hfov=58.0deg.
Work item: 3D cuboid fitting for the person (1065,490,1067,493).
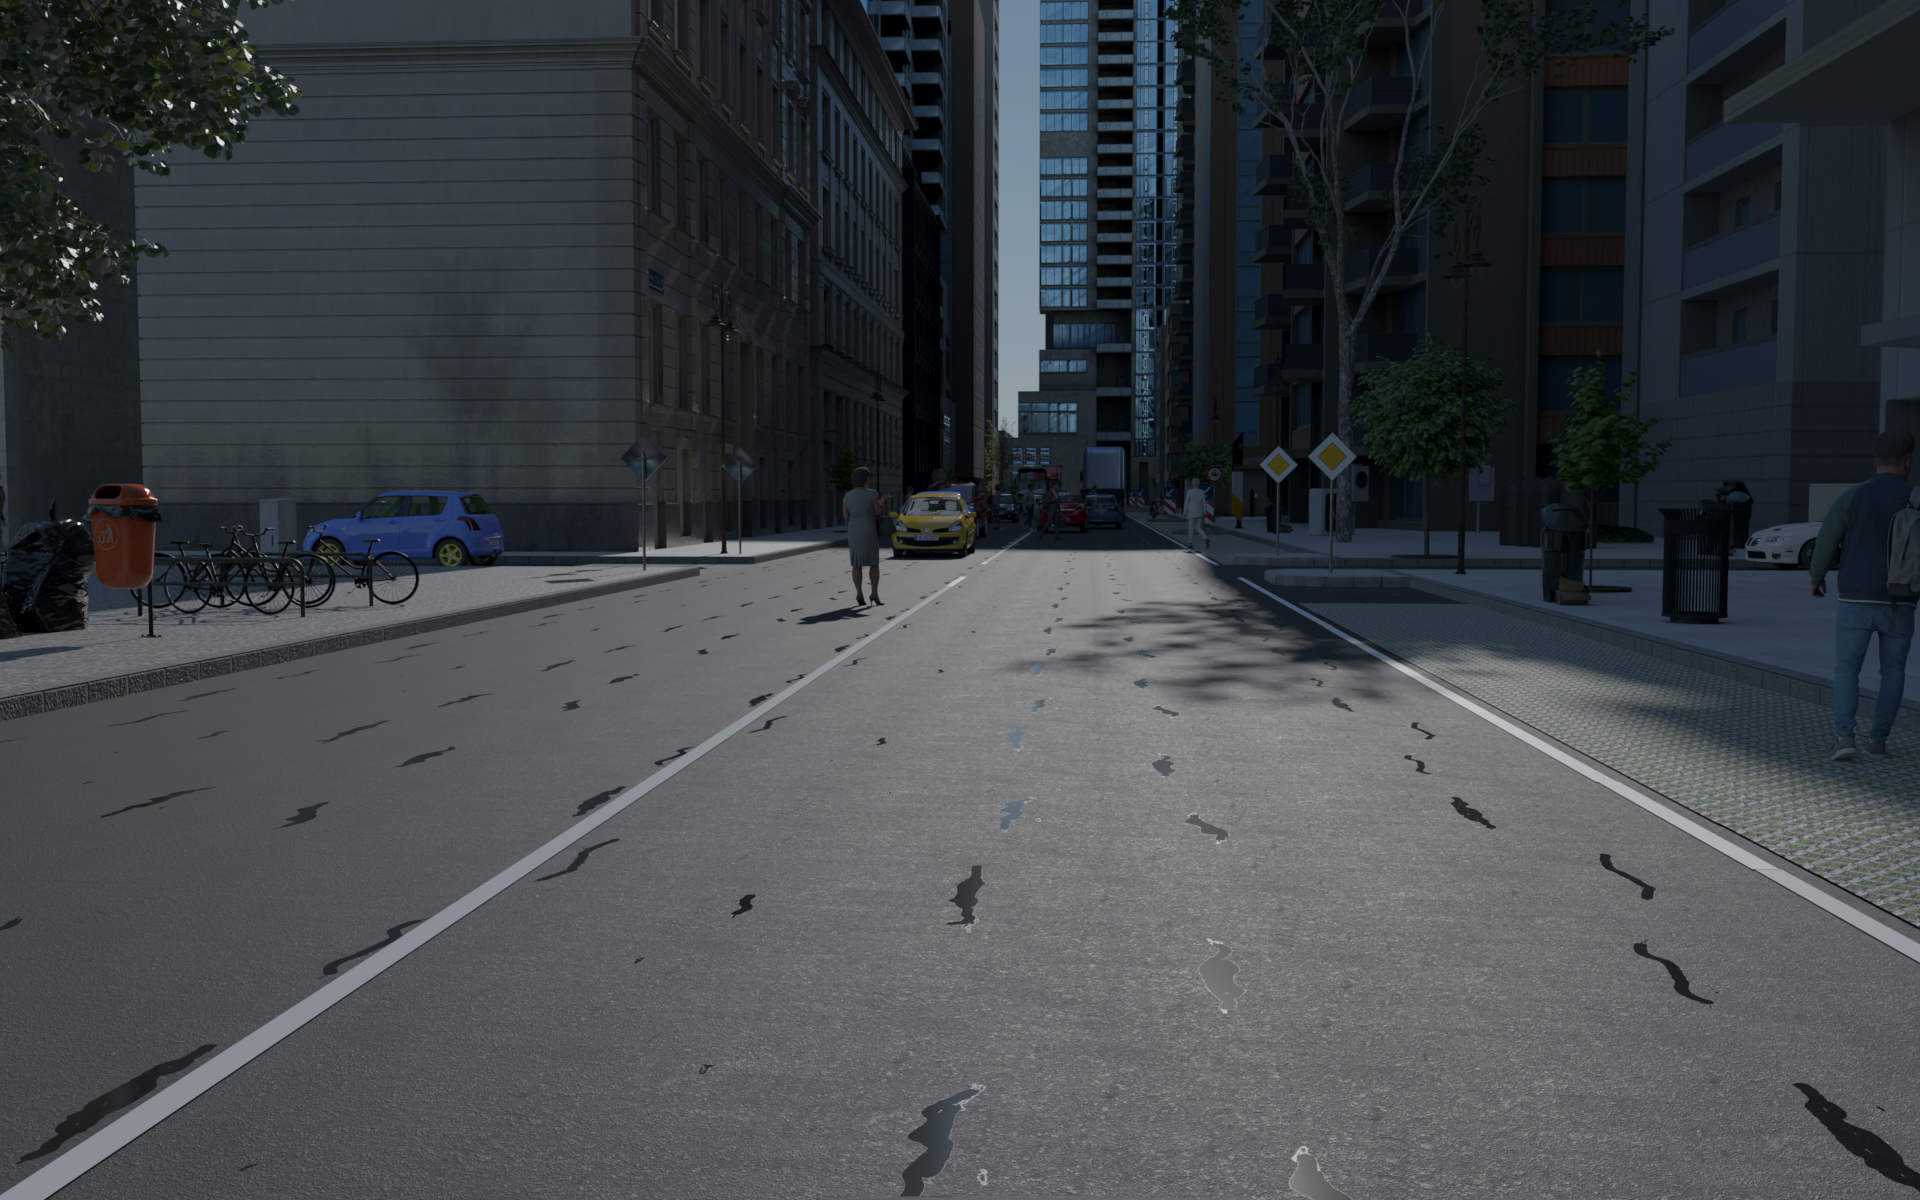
[{"bbox_3d":[8.719,-8.160,142.696,1.217,1.735,0.721,0,4,7],"label":"person"}]

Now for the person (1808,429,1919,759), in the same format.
[{"bbox_3d":[4.959,-0.030,9.341,0.623,1.781,0.721,1,4,12],"label":"person"}]

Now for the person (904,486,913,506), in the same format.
[{"bbox_3d":[-1.704,-3.056,59.471,0.522,1.701,0.512,-3,5,-44],"label":"person"}]

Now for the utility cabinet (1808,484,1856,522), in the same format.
[{"bbox_3d":[18.734,-1.724,36.871,1.173,1.500,0.318,2,4,34],"label":"utility cabinet"}]

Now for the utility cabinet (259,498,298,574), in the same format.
[{"bbox_3d":[-10.710,-0.981,27.196,0.306,1.237,1.020,-3,4,-37],"label":"utility cabinet"}]

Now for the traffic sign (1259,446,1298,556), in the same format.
[{"bbox_3d":[6.621,-1.983,36.068,0.795,2.450,0.064,0,4,4],"label":"traffic sign"}]

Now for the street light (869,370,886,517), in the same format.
[{"bbox_3d":[-3.076,-5.634,64.900,0.468,5.910,1.993,0,4,4],"label":"street light"}]

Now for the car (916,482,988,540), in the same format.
[{"bbox_3d":[-0.260,-2.911,56.271,2.281,1.827,5.304,0,4,6],"label":"car"}]

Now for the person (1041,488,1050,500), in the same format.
[{"bbox_3d":[5.762,-6.443,113.775,1.348,1.831,0.705,-2,4,-32],"label":"person"}]

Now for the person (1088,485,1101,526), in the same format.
[{"bbox_3d":[5.994,-4.261,78.268,0.850,1.850,0.679,2,4,27],"label":"person"}]

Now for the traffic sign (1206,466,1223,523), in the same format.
[{"bbox_3d":[11.459,-4.764,77.993,0.768,2.556,0.104,0,4,6],"label":"traffic sign"}]

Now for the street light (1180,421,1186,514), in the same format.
[{"bbox_3d":[14.219,-8.413,110.339,0.468,5.910,1.993,0,4,4],"label":"street light"}]

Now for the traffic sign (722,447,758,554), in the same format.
[{"bbox_3d":[-4.690,-2.036,36.930,0.795,2.450,0.064,0,4,4],"label":"traffic sign"}]

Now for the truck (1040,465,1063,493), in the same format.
[{"bbox_3d":[8.534,-10.938,167.757,2.839,4.237,11.283,0,4,6],"label":"truck"}]

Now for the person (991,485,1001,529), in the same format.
[{"bbox_3d":[1.484,-3.849,71.440,0.388,1.821,0.555,-2,4,-35],"label":"person"}]

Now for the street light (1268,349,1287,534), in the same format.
[{"bbox_3d":[10.143,-5.054,55.428,0.468,5.910,1.993,0,4,4],"label":"street light"}]

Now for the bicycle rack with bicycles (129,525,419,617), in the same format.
[{"bbox_3d":[-7.818,-0.350,19.109,2.925,0.926,2.852,0,4,5],"label":"bicycle rack with bicycles"}]

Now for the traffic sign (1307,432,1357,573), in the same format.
[{"bbox_3d":[6.027,-1.496,28.105,0.795,2.450,0.064,0,4,4],"label":"traffic sign"}]

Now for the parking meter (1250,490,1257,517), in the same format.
[{"bbox_3d":[16.302,-5.374,96.276,0.372,1.533,0.369,0,3,0],"label":"parking meter"}]

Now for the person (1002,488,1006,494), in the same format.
[{"bbox_3d":[2.842,-6.130,109.005,0.850,1.792,0.678,0,4,3],"label":"person"}]

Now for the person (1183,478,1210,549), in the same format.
[{"bbox_3d":[6.105,-2.216,44.608,0.514,1.842,0.818,-2,4,-34],"label":"person"}]

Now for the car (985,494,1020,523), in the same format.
[{"bbox_3d":[2.087,-4.764,87.681,2.009,1.686,4.222,0,4,5],"label":"car"}]

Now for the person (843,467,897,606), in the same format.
[{"bbox_3d":[-1.130,-0.823,22.314,0.716,1.782,0.532,1,4,20],"label":"person"}]

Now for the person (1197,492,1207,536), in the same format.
[{"bbox_3d":[8.155,-2.913,58.725,0.503,1.515,0.523,2,4,31],"label":"person"}]

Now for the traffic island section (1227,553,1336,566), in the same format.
[{"bbox_3d":[6.645,-0.848,36.144,2.009,0.180,2.903,0,4,4],"label":"traffic island section"}]

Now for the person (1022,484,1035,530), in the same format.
[{"bbox_3d":[2.740,-3.744,69.563,0.795,1.843,0.661,3,5,39],"label":"person"}]

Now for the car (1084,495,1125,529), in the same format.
[{"bbox_3d":[5.916,-3.715,72.744,2.014,1.417,4.499,0,4,6],"label":"car"}]

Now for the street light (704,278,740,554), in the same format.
[{"bbox_3d":[-5.081,-3.935,37.130,0.468,5.910,1.993,0,4,4],"label":"street light"}]

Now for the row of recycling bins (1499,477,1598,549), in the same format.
[{"bbox_3d":[14.192,-2.129,41.927,1.069,1.692,3.534,-1,4,-12],"label":"row of recycling bins"}]

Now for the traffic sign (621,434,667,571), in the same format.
[{"bbox_3d":[-5.284,-1.549,28.967,0.795,2.450,0.064,0,4,4],"label":"traffic sign"}]

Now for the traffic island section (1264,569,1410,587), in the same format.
[{"bbox_3d":[6.051,-0.361,28.181,2.009,0.180,2.903,0,4,4],"label":"traffic island section"}]

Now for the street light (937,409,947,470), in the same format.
[{"bbox_3d":[-0.950,-7.326,92.562,0.468,5.910,1.993,0,4,4],"label":"street light"}]

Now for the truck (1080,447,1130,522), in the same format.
[{"bbox_3d":[7.618,-6.333,93.304,2.967,4.110,18.799,0,4,6],"label":"truck"}]

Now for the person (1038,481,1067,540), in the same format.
[{"bbox_3d":[2.896,-2.801,54.255,0.822,1.834,0.622,2,4,31],"label":"person"}]

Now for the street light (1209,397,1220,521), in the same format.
[{"bbox_3d":[12.129,-6.711,82.510,0.468,5.910,1.993,0,4,4],"label":"street light"}]

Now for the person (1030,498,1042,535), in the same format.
[{"bbox_3d":[2.652,-2.911,60.346,0.590,1.304,0.306,-3,4,-39],"label":"person"}]

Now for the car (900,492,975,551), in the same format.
[{"bbox_3d":[-0.561,-2.163,44.951,1.945,1.707,3.694,0,4,4],"label":"car"}]

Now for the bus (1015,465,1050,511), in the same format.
[{"bbox_3d":[6.254,-9.663,149.540,2.896,3.916,12.252,0,4,3],"label":"bus"}]

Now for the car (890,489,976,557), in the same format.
[{"bbox_3d":[-0.580,-1.856,40.569,2.015,1.641,3.980,0,4,5],"label":"car"}]

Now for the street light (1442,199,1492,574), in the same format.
[{"bbox_3d":[8.021,-3.350,27.555,0.468,5.910,1.993,0,4,4],"label":"street light"}]

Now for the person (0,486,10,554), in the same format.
[{"bbox_3d":[-18.643,-1.527,33.435,0.580,1.828,0.573,3,4,36],"label":"person"}]

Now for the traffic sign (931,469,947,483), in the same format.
[{"bbox_3d":[-1.062,-5.311,86.944,0.768,2.556,0.104,1,4,9],"label":"traffic sign"}]
